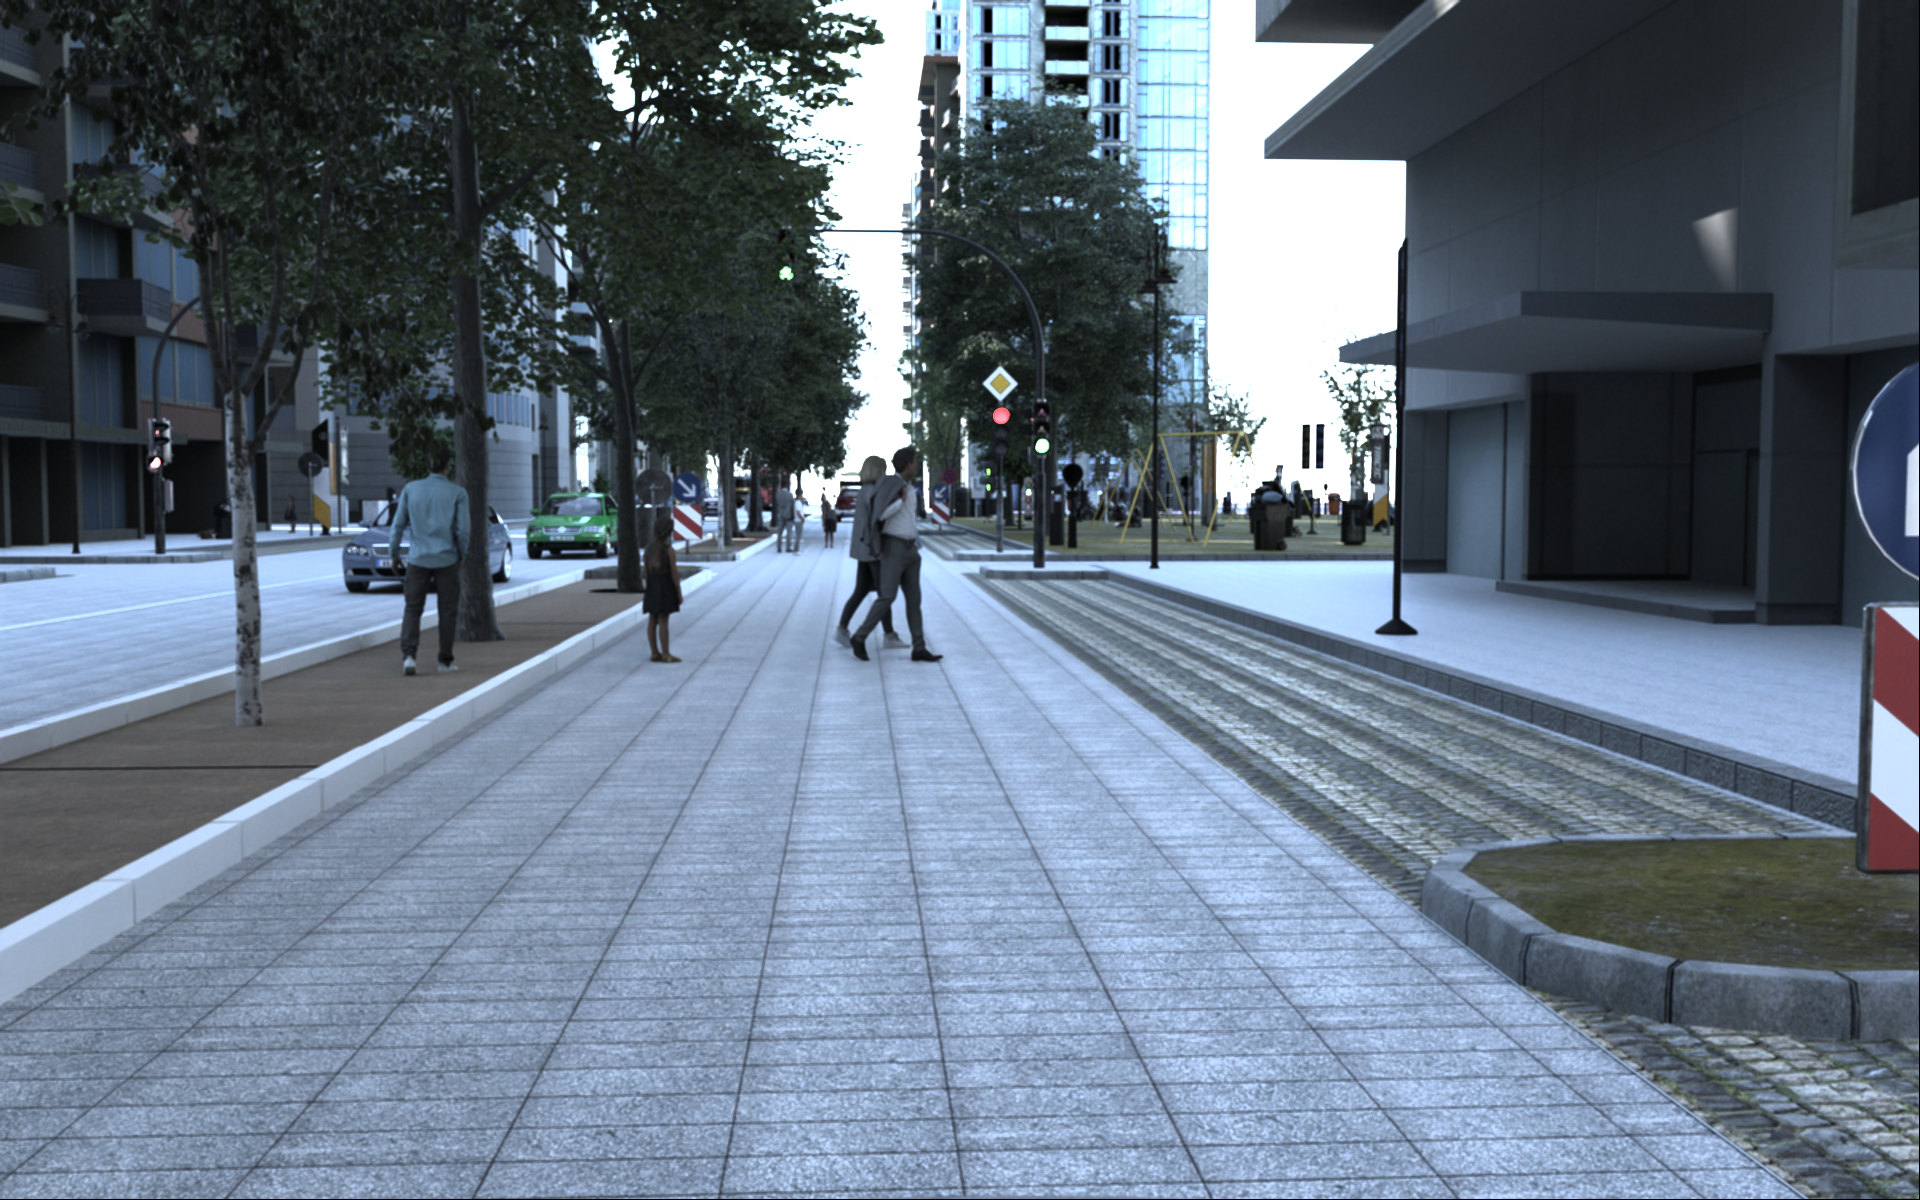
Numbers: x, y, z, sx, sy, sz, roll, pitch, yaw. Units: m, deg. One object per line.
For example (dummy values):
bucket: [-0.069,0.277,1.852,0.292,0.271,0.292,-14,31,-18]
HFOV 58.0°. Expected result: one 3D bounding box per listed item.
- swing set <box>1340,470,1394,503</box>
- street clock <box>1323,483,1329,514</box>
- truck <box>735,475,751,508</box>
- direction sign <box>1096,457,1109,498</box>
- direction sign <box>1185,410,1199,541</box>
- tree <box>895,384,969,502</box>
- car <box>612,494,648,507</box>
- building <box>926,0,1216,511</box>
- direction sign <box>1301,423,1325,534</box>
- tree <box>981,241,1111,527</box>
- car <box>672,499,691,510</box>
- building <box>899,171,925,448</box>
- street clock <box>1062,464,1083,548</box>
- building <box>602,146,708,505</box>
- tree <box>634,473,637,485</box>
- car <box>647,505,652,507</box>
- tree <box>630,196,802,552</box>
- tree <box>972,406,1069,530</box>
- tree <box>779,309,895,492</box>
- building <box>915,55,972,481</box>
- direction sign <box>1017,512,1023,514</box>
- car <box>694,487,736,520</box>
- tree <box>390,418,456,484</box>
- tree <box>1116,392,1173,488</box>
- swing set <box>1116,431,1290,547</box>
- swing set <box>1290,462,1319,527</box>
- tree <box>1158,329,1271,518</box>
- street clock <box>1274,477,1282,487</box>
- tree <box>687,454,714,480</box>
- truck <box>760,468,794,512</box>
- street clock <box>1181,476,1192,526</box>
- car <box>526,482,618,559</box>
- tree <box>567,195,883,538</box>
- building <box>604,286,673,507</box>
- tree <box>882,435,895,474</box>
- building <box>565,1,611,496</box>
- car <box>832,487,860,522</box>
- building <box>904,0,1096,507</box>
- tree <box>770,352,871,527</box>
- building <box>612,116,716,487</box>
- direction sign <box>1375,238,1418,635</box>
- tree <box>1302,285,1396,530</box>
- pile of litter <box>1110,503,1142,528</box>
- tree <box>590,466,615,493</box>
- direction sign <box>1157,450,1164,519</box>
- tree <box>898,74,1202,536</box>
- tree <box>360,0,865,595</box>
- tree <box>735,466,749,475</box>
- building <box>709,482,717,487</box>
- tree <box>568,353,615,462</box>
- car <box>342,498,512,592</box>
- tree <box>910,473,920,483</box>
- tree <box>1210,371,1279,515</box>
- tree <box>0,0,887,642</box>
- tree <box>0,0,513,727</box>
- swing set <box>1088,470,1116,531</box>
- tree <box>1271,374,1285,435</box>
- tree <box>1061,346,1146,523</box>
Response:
swing set: [26.027,-6.963,111.462,3.119,2.851,2.862,-1,4,-18]
street clock: [23.653,-6.572,112.026,0.358,2.002,0.471,0,4,-5]
truck: [-22.372,-11.296,180.620,3.469,3.379,9.791,0,4,-5]
direction sign: [8.671,-6.940,105.468,0.876,3.537,0.379,-1,4,-19]
direction sign: [6.366,-3.386,47.352,0.379,3.537,0.876,0,4,-1]
tree: [-1.923,-10.449,121.201,4.737,8.622,4.395,0,3,0]
car: [-15.070,-4.188,78.266,2.009,1.686,4.222,0,4,-4]
building: [8.735,-50.692,141.486,22.319,86.520,31.000,0,4,-4]
direction sign: [11.286,-3.881,55.446,0.379,3.537,0.876,-3,5,-44]
tree: [2.092,-8.741,68.666,9.928,11.665,9.643,0,3,0]
car: [-23.534,-8.248,145.071,2.015,1.641,3.980,0,4,-4]
building: [2.254,-39.014,257.486,23.786,49.044,30.456,0,4,-4]
street clock: [2.677,-2.243,41.247,0.471,2.002,0.358,0,4,-7]
building: [-37.279,-31.738,202.502,14.154,41.232,14.086,0,4,-4]
tree: [-25.013,-8.368,131.419,1.663,3.219,1.824,0,3,0]
car: [-16.832,-4.703,89.248,2.083,1.381,4.827,0,4,-2]
tree: [-5.715,-5.402,41.137,4.360,8.622,3.978,0,3,0]
tree: [2.212,-4.799,62.169,4.285,4.588,4.351,0,3,0]
tree: [-8.369,-10.459,83.830,12.009,13.543,11.850,0,3,0]
building: [6.786,-31.714,173.142,22.147,44.769,28.867,0,4,-4]
direction sign: [3.922,-7.373,112.551,0.379,3.537,0.876,-1,4,-21]
car: [-13.351,-5.252,94.538,2.281,1.827,5.304,0,4,-4]
tree: [-21.642,-5.349,71.162,4.285,4.588,4.351,0,3,0]
tree: [11.650,-9.835,111.165,4.737,8.622,4.395,0,3,0]
swing set: [6.181,-2.848,44.177,2.862,2.851,3.119,-3,5,-41]
swing set: [12.463,-4.385,69.308,2.862,2.851,3.119,-1,4,-8]
tree: [11.139,-7.793,77.779,4.360,8.622,3.978,0,3,0]
street clock: [13.126,-4.099,71.582,0.358,2.002,0.471,2,4,30]
tree: [-28.532,-14.593,188.965,4.737,8.622,4.395,0,3,0]
truck: [-15.448,-9.576,145.483,2.839,4.237,11.283,0,4,-3]
street clock: [9.125,-3.985,69.725,0.358,2.002,0.471,-3,5,-42]
car: [-8.779,-1.899,39.844,1.959,1.807,4.718,0,4,-3]
tree: [-7.431,-8.325,55.578,9.611,12.733,9.660,0,3,0]
building: [-41.435,-19.051,156.523,27.650,21.520,28.899,0,4,-4]
tree: [-7.026,-15.517,204.056,4.737,8.622,4.395,0,3,0]
building: [-37.093,-49.675,124.855,22.319,86.520,31.000,0,4,-4]
car: [-5.462,-4.947,89.555,2.281,1.827,5.304,0,4,-5]
building: [4.025,-55.821,225.347,22.319,86.520,31.000,0,4,-4]
tree: [-8.047,-8.389,74.034,8.767,10.594,7.601,0,4,-4]
building: [-43.992,-37.025,224.973,23.786,49.044,30.456,0,4,-4]
direction sign: [4.010,-1.456,15.809,0.379,3.537,0.876,1,4,10]
tree: [14.357,-6.830,62.040,4.737,8.622,4.395,0,3,0]
pile of litter: [6.473,-3.211,66.466,1.176,0.858,1.719,2,4,24]
tree: [-24.316,-7.507,117.348,1.663,3.219,1.824,0,3,0]
direction sign: [10.305,-5.967,89.557,0.379,3.537,0.876,3,5,40]
tree: [2.900,-8.973,53.364,9.857,13.997,8.962,0,3,0]
tree: [-4.902,-5.912,24.878,9.928,11.665,9.643,0,3,0]
tree: [-33.893,-19.529,269.654,4.737,8.622,4.395,0,3,0]
building: [-49.910,-34.277,252.307,32.217,40.220,23.993,0,4,-4]
tree: [-24.755,-10.566,107.162,8.767,10.594,7.601,0,4,5]
car: [-8.158,-0.910,26.875,2.014,1.417,4.499,0,4,-3]
tree: [-6.081,-13.099,197.886,4.285,4.588,4.351,0,3,0]
tree: [16.937,-9.464,105.097,4.737,8.622,4.395,0,3,0]
tree: [-4.582,-5.840,16.063,7.486,12.596,7.792,0,3,0]
tree: [-4.345,-3.508,10.175,4.360,8.622,3.978,0,3,0]
swing set: [6.101,-3.926,61.813,2.862,2.851,3.119,0,4,0]
tree: [15.154,-8.694,92.514,4.360,8.622,3.978,0,3,0]
tree: [6.199,-7.701,76.274,4.360,8.622,3.978,0,3,0]
